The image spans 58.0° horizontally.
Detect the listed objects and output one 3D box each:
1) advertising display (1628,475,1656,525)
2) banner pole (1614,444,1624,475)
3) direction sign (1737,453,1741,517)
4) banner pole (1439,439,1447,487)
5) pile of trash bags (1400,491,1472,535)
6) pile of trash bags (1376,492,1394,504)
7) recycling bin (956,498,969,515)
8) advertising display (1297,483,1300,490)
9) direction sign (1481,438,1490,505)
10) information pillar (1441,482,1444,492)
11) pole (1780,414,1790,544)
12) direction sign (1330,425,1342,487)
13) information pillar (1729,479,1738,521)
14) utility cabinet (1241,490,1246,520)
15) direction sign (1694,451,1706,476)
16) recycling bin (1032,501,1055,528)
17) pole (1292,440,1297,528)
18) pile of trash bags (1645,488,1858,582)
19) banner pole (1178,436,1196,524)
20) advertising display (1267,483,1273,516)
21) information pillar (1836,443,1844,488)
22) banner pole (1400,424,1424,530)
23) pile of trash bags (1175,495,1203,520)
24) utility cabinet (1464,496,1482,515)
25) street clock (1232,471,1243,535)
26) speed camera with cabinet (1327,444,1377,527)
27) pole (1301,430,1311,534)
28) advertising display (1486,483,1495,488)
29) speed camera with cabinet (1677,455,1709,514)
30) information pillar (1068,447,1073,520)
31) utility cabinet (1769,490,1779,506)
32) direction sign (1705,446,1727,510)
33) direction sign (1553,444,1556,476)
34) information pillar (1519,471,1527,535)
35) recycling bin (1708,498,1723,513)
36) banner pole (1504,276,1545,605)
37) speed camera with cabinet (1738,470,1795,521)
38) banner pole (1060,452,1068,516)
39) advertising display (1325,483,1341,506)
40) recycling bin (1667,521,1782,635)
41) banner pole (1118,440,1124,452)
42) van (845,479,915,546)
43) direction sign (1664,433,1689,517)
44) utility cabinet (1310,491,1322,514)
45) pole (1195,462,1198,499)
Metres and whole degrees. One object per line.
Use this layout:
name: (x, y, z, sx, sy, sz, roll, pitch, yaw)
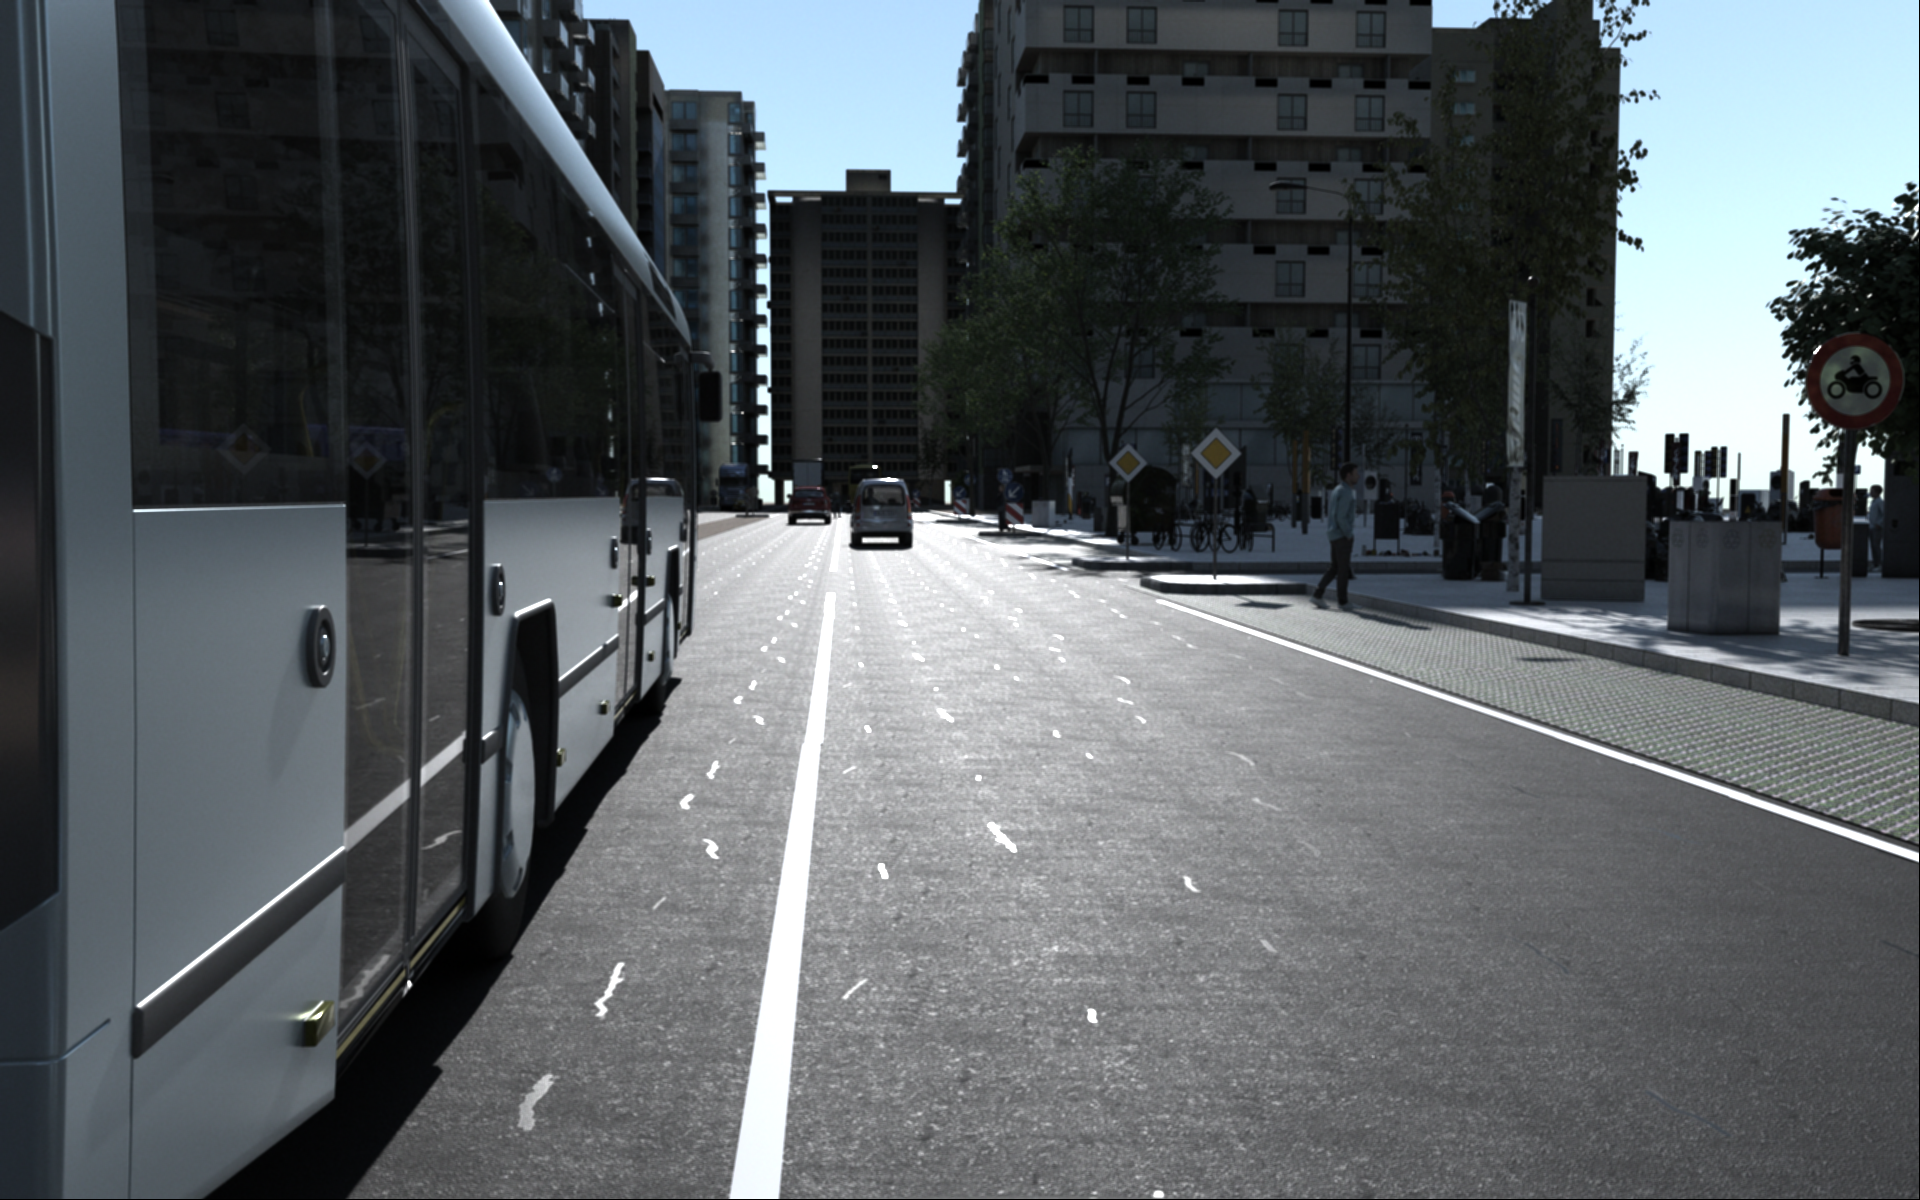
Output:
advertising display: (23.375, -3.320, 59.491, 0.974, 1.923, 0.123, 1, 4, 21)
banner pole: (32.967, -5.914, 86.706, 0.863, 3.779, 0.401, -2, 4, -30)
direction sign: (42.717, -6.301, 95.015, 0.379, 3.537, 0.876, 2, 4, 30)
banner pole: (21.843, -5.405, 78.387, 0.401, 3.779, 0.863, -1, 4, -12)
pile of trash bags: (15.021, -2.715, 54.145, 1.912, 1.369, 3.447, 0, 4, 6)
pile of trash bags: (23.110, -5.043, 92.204, 1.912, 1.369, 3.447, 0, 4, 2)
recycling bin: (0.204, -5.714, 105.975, 0.722, 1.027, 0.722, -1, 4, -16)
advertising display: (18.904, -5.611, 96.957, 0.123, 1.923, 0.974, 1, 4, 16)
direction sign: (21.268, -4.779, 70.132, 0.379, 3.537, 0.876, 3, 4, 38)
information pillar: (28.780, -6.030, 103.074, 0.304, 2.012, 0.304, 2, 4, 32)
pole: (20.986, -3.072, 44.074, 0.158, 3.312, 0.155, 0, 3, 0)
direction sign: (12.383, -3.979, 57.060, 0.379, 3.537, 0.876, 2, 4, 35)
information pillar: (37.199, -4.818, 83.272, 0.304, 2.012, 0.304, 3, 4, 38)
utility cabinet: (14.234, -4.663, 84.926, 0.318, 1.500, 1.173, -2, 4, -26)
direction sign: (38.810, -6.028, 90.552, 0.876, 3.537, 0.379, 0, 4, -3)
recycling bin: (3.205, -3.292, 66.377, 0.722, 1.027, 0.722, 2, 4, 24)
pole: (12.739, -4.410, 65.954, 0.158, 3.312, 0.155, 0, 3, 0)
pile of trash bags: (11.745, -0.998, 26.077, 3.447, 1.369, 1.912, 0, 4, -3)
banner pole: (9.706, -5.219, 75.351, 0.863, 3.779, 0.401, -3, 4, -36)
advertising display: (18.293, -5.934, 102.242, 0.123, 1.923, 0.974, 0, 4, -4)
information pillar: (35.673, -4.808, 69.959, 0.504, 3.616, 0.183, 1, 4, 9)
banner pole: (16.098, -4.383, 61.681, 0.863, 3.779, 0.401, -1, 4, -15)
pile of trash bags: (11.458, -4.668, 86.079, 1.912, 1.369, 3.447, -3, 5, -41)
utility cabinet: (19.394, -3.326, 65.540, 0.306, 1.237, 1.020, 0, 4, -6)
street clock: (8.725, -3.053, 54.488, 0.358, 2.002, 0.471, 1, 4, 13)
speed camera with cabinet: (15.284, -4.471, 67.431, 2.038, 3.252, 0.660, -2, 4, -29)
pole: (11.067, -3.771, 55.500, 0.158, 3.312, 0.155, 0, 3, 0)
advertising display: (29.720, -5.631, 97.276, 0.974, 1.923, 0.123, -3, 5, -44)
speed camera with cabinet: (37.306, -5.734, 88.094, 2.038, 3.252, 0.660, -3, 4, -36)
information pillar: (5.513, -5.832, 86.706, 0.183, 3.616, 0.504, 1, 4, 20)
utility cabinet: (48.801, -5.861, 104.502, 0.318, 1.500, 1.173, -2, 4, -29)
direction sign: (36.152, -5.540, 82.582, 0.379, 3.537, 0.876, -2, 4, -27)
direction sign: (27.185, -5.338, 79.266, 0.379, 3.537, 0.876, 1, 4, 13)
information pillar: (17.582, -3.056, 54.456, 0.304, 2.012, 0.304, -2, 4, -35)
recycling bin: (46.951, -5.819, 107.699, 0.722, 1.027, 0.722, 3, 5, 41)
banner pole: (6.441, -1.825, 19.859, 0.401, 3.779, 0.863, 3, 5, 42)
speed camera with cabinet: (31.240, -4.452, 67.127, 0.660, 3.252, 2.038, -2, 4, -29)
banner pole: (6.302, -6.882, 102.543, 0.863, 3.779, 0.401, -3, 5, -40)
advertising display: (22.352, -6.014, 103.549, 0.974, 1.923, 0.123, 1, 4, 18)
recycling bin: (7.099, -0.217, 16.100, 0.722, 1.027, 0.722, -1, 4, -12)
banner pole: (7.530, -5.574, 81.145, 0.401, 3.779, 0.863, -1, 4, -14)
van: (-2.254, -2.583, 49.245, 2.013, 2.044, 4.112, 0, 4, -5)
direction sign: (26.791, -4.454, 64.820, 0.379, 3.537, 0.876, -3, 5, -44)
utility cabinet: (22.055, -6.060, 107.752, 0.318, 1.500, 1.173, -2, 4, -26)
pole: (14.796, -6.998, 108.255, 0.158, 3.312, 0.155, 0, 3, 0)
